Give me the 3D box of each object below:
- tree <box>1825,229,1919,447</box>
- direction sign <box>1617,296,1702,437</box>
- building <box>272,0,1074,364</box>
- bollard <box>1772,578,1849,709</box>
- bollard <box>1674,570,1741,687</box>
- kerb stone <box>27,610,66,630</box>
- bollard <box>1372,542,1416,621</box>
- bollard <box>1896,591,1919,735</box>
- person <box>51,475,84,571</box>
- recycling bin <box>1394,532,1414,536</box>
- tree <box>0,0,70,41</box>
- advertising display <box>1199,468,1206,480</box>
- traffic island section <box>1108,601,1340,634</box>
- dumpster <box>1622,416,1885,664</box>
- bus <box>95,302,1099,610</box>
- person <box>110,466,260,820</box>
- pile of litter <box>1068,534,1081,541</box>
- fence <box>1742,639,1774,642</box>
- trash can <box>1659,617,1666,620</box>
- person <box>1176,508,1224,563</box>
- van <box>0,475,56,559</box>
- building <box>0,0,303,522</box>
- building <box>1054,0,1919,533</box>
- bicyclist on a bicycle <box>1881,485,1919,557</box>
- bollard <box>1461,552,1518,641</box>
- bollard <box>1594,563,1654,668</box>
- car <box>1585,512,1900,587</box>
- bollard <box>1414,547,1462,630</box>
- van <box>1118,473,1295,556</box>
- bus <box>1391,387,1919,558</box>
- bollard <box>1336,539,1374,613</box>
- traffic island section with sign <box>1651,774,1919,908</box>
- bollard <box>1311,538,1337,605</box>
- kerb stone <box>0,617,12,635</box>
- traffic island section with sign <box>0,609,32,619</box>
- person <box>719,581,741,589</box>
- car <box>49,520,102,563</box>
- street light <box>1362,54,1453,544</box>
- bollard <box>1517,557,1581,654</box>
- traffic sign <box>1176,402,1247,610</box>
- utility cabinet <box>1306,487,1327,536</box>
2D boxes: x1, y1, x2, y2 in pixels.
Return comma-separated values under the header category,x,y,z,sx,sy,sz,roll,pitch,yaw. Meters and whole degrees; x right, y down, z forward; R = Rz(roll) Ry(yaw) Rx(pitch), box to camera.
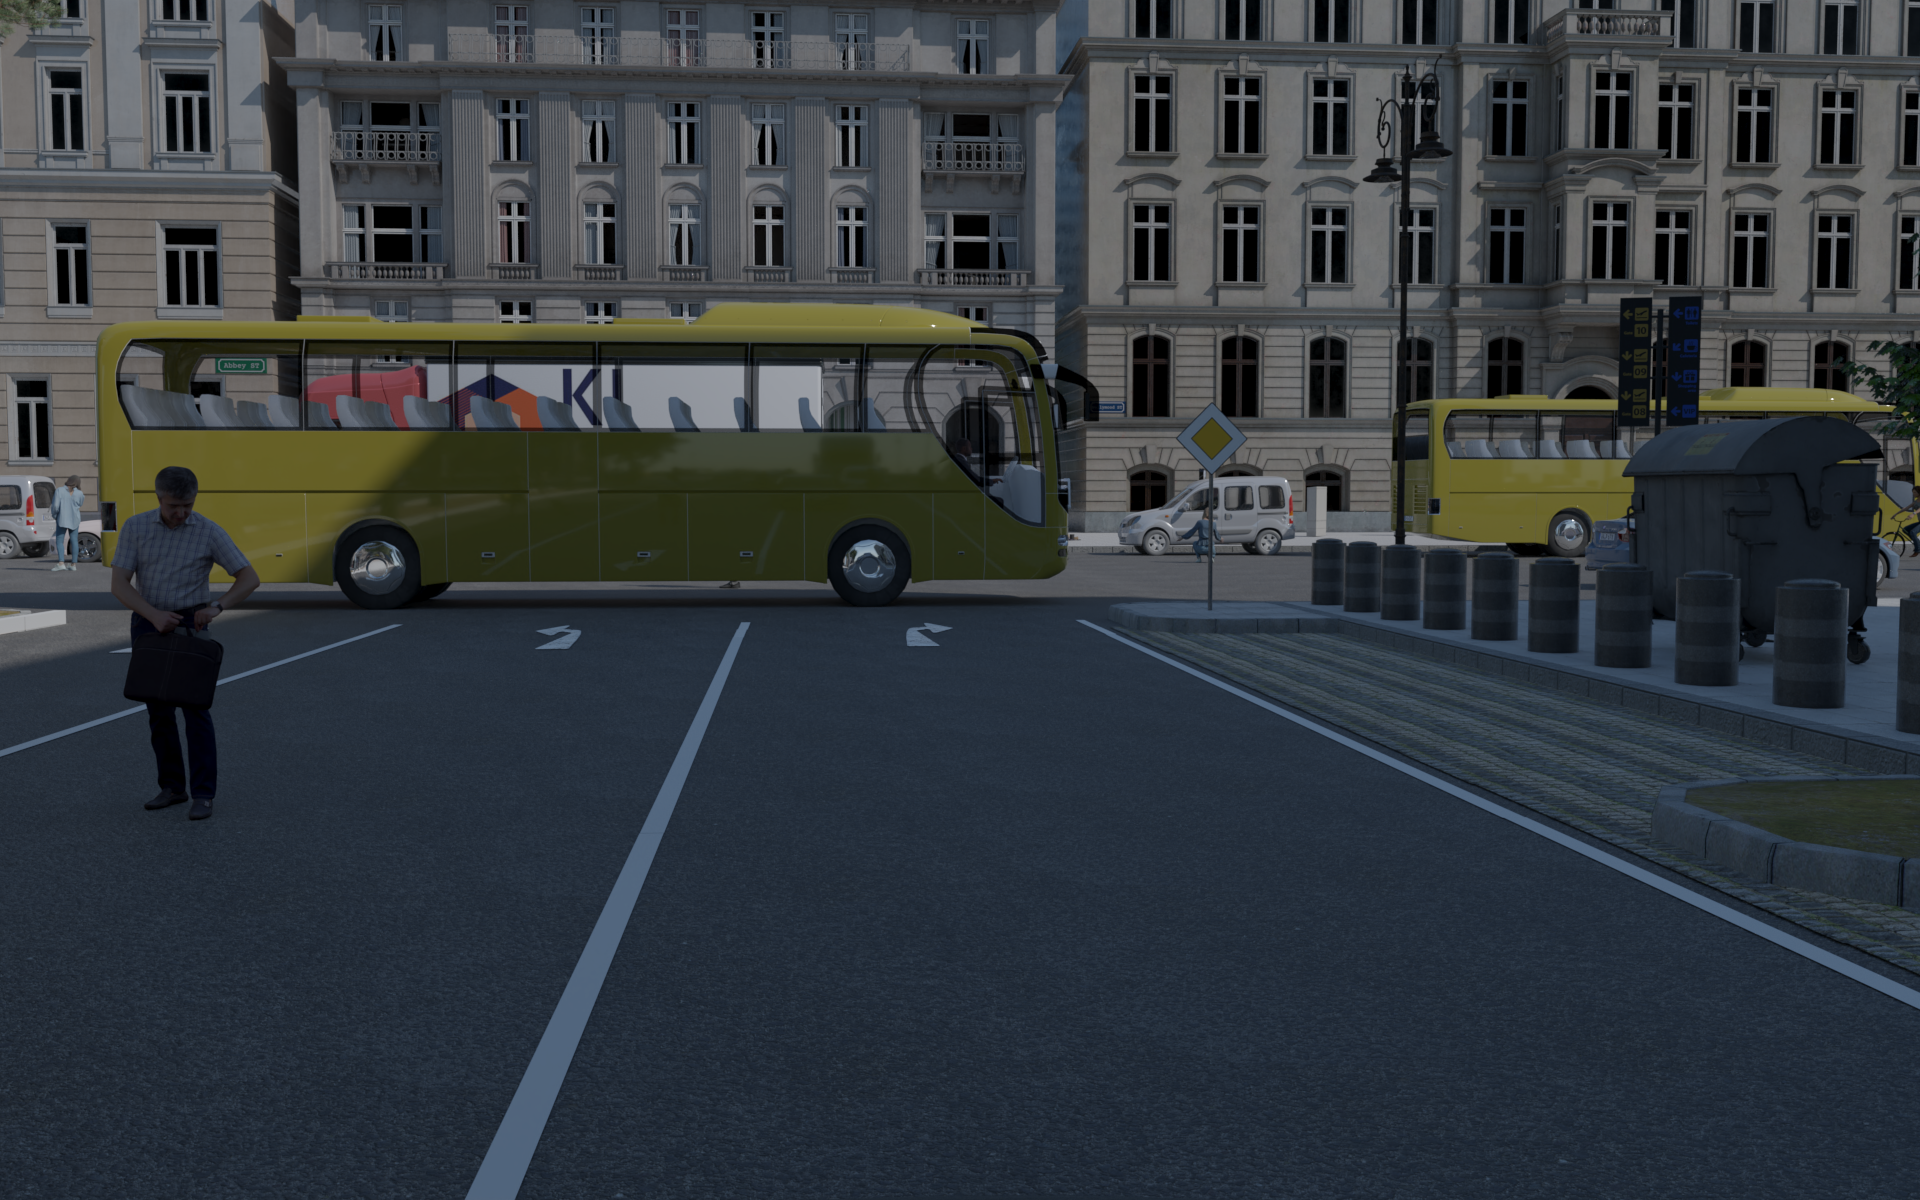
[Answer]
category,x,y,z,sx,sy,sz,roll,pitch,yaw
tree,6.568,-0.985,10.701,1.663,3.219,1.824,0,3,0
direction sign,8.045,-1.712,19.989,0.876,3.537,0.379,1,4,13
building,-9.039,-13.297,59.214,24.055,21.916,13.314,0,4,-5
bollard,5.163,0.257,10.516,0.404,0.777,0.398,0,3,0
bollard,5.055,0.184,11.712,0.404,0.777,0.398,0,3,0
kerb stone,-9.900,0.220,18.645,0.120,0.150,1.000,0,4,-5
bollard,4.509,-0.183,17.712,0.404,0.777,0.398,0,3,0
bollard,5.274,0.330,9.319,0.404,0.777,0.398,0,3,0
person,-16.703,-1.446,32.410,0.793,1.790,0.793,0,4,8
recycling bin,13.902,-2.516,53.697,0.722,1.027,0.722,0,4,-2
tree,-10.971,-6.305,12.965,7.806,13.903,7.818,0,3,0
advertising display,6.129,-2.360,43.792,0.123,1.923,0.974,1,4,12
traffic island section,2.777,0.193,19.119,2.009,0.180,2.903,0,4,-5
dumpster,6.238,-0.485,13.696,1.264,1.857,1.865,0,4,-5
bus,-4.468,-1.904,22.679,12.252,3.916,2.896,0,4,-5
person,-3.470,0.180,7.775,0.614,1.554,0.590,-1,4,-14
pile of litter,2.555,-2.093,48.192,1.176,0.858,1.719,-3,5,-42
fence,7.226,-0.036,15.967,0.278,0.683,2.069,1,4,17
trash can,7.322,-0.376,17.808,0.748,1.137,0.748,0,3,0
person,5.030,-1.358,36.196,1.012,1.151,0.738,0,4,5
van,-22.362,-1.935,38.641,4.112,2.044,2.013,0,4,-4
building,-31.062,-16.600,57.313,20.117,28.700,13.634,0,4,-5
building,20.508,-14.913,62.911,34.723,24.649,14.460,0,4,-5
bicyclist on a bicycle,20.385,-1.649,36.982,1.625,1.676,1.499,0,4,-4
bollard,4.727,-0.036,15.302,0.404,0.777,0.398,0,3,0
bollard,4.947,0.111,12.909,0.404,0.777,0.398,0,3,0
car,11.920,-0.882,26.418,4.499,1.417,2.014,0,4,-4
bollard,4.619,-0.109,16.499,0.404,0.777,0.398,0,3,0
van,5.793,-2.076,40.946,4.112,2.044,2.013,0,4,-3
bus,16.349,-2.981,40.288,12.252,3.916,2.896,0,4,-7
bollard,4.394,-0.256,18.909,0.404,0.777,0.398,0,3,0
traffic island section with sign,3.901,0.111,6.815,1.989,1.847,2.006,0,4,-5
bollard,4.285,-0.330,20.114,0.404,0.777,0.398,0,3,0
kerb stone,-9.806,0.280,17.624,0.120,0.150,1.000,0,4,-5
traffic island section with sign,-10.905,-0.610,18.110,2.006,1.907,1.989,0,4,-5
person,-3.507,-1.084,26.349,0.434,1.807,0.598,2,4,29
car,-16.882,-1.515,37.126,4.827,1.381,2.083,0,4,-7
street light,4.817,-2.816,18.826,0.468,5.910,1.993,0,4,-5
bollard,4.838,0.037,14.106,0.404,0.777,0.398,0,3,0
traffic sign,2.754,-0.942,19.039,0.795,2.450,0.064,0,4,-5
utility cabinet,10.768,-2.671,52.347,0.318,1.500,1.173,2,4,26
